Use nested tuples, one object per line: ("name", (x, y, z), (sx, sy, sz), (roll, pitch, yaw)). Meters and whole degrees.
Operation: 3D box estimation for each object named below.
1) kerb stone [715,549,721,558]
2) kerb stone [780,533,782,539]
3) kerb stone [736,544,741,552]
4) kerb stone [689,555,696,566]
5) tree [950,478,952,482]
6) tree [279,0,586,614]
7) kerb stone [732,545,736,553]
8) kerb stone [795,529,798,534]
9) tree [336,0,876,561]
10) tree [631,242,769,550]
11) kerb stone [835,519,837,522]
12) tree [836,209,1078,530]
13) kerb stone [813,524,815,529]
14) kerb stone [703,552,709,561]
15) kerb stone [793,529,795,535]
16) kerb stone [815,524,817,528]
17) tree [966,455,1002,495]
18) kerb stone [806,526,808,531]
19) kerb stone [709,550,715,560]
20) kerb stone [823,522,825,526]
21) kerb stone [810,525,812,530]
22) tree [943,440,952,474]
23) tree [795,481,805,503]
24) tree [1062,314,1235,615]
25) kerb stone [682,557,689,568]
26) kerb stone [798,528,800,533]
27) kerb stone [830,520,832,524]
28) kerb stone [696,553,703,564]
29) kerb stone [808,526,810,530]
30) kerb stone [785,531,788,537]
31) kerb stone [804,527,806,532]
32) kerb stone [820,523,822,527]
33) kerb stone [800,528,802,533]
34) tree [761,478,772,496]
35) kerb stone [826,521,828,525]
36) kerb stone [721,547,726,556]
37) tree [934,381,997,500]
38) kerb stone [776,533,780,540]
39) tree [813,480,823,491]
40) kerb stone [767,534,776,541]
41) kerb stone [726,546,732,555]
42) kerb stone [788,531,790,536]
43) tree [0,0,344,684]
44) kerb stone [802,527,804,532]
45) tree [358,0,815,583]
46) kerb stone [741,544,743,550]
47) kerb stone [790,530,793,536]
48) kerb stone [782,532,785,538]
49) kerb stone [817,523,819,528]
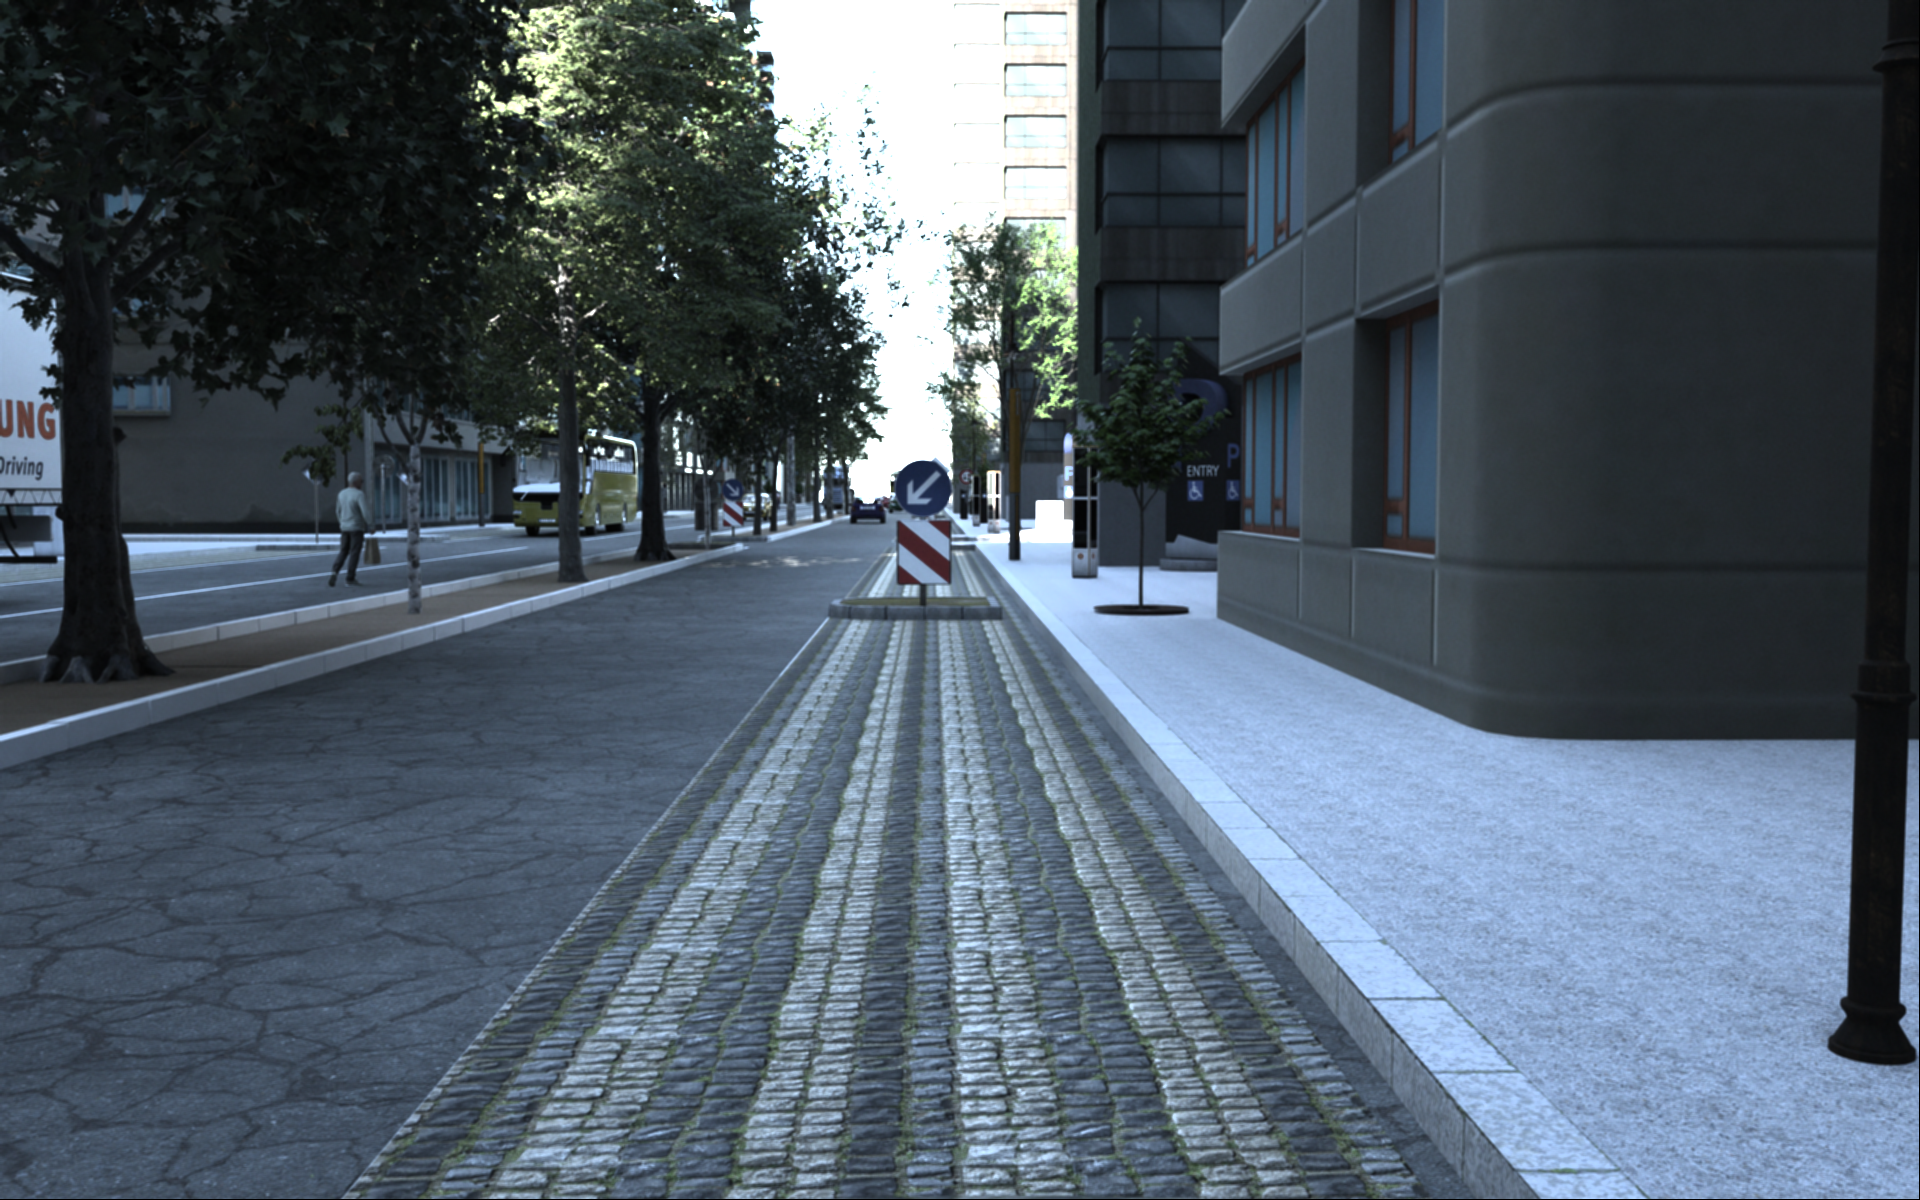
("kerb stone", (-5.545, -1.024, 38.942), (0.120, 0.150, 1.000), (0, 4, -1))
("kerb stone", (-5.809, -1.998, 54.870), (0.120, 0.150, 1.000), (0, 4, -1))
("kerb stone", (-5.613, -1.275, 43.043), (0.120, 0.150, 1.000), (0, 4, -1))
("kerb stone", (-5.486, -0.770, 34.841), (0.120, 0.150, 1.000), (0, 4, -1))
("tree", (-0.619, -10.594, 167.814), (1.663, 3.219, 1.824), (0, 3, 0))
("tree", (-6.544, -4.148, 20.632), (4.737, 8.622, 4.395), (0, 3, 0))
("kerb stone", (-5.607, -1.209, 42.016), (0.120, 0.150, 1.000), (0, 4, -1))
("kerb stone", (-5.912, -2.375, 61.021), (0.120, 0.150, 1.000), (0, 4, -1))
("tree", (-6.598, -7.174, 36.761), (9.611, 12.733, 9.660), (0, 3, 0))
("tree", (-6.451, -5.574, 43.961), (4.360, 8.622, 3.978), (0, 3, 0))
("kerb stone", (-6.312, -3.878, 85.594), (0.120, 0.150, 1.000), (0, 4, -1))
("tree", (2.065, -8.359, 62.423), (9.928, 11.665, 9.643), (0, 3, 0))
("kerb stone", (-6.063, -2.928, 70.233), (0.120, 0.150, 1.000), (0, 4, -1))
("kerb stone", (-5.523, -0.899, 36.888), (0.120, 0.150, 1.000), (0, 4, -1))
("kerb stone", (-5.896, -2.312, 59.999), (0.120, 0.150, 1.000), (0, 4, -1))
("kerb stone", (-6.077, -3.001, 71.255), (0.120, 0.150, 1.000), (0, 4, -1))
("tree", (1.111, -5.520, 84.858), (1.663, 3.219, 1.824), (0, 3, 0))
("kerb stone", (-5.993, -2.684, 66.143), (0.120, 0.150, 1.000), (0, 4, -1))
("kerb stone", (-5.532, -0.961, 37.916), (0.120, 0.150, 1.000), (0, 4, -1))
("kerb stone", (-6.168, -3.313, 76.376), (0.120, 0.150, 1.000), (0, 4, -1))
("kerb stone", (-6.029, -2.811, 68.189), (0.120, 0.150, 1.000), (0, 4, -1))
("tree", (-0.113, -16.252, 216.086), (4.360, 8.622, 3.978), (0, 3, 0))
("tree", (-21.978, -14.899, 238.203), (1.663, 3.219, 1.824), (0, 3, 0))
("tree", (1.926, -1.483, 18.847), (1.663, 3.219, 1.824), (0, 3, 0))
("kerb stone", (-5.467, -0.711, 33.813), (0.120, 0.150, 1.000), (0, 4, -1))
("kerb stone", (-5.929, -2.437, 62.044), (0.120, 0.150, 1.000), (0, 4, -1))
("kerb stone", (-6.249, -3.627, 81.500), (0.120, 0.150, 1.000), (0, 4, -1))
("kerb stone", (-5.499, -0.836, 35.863), (0.120, 0.150, 1.000), (0, 4, -1))
("kerb stone", (-6.013, -2.750, 67.166), (0.120, 0.150, 1.000), (0, 4, -1))
("kerb stone", (-5.853, -2.121, 56.929), (0.120, 0.150, 1.000), (0, 4, -1))
("kerb stone", (-5.980, -2.625, 65.117), (0.120, 0.150, 1.000), (0, 4, -1))
("kerb stone", (-6.131, -3.189, 74.332), (0.120, 0.150, 1.000), (0, 4, -1))
("kerb stone", (-5.949, -2.500, 63.066), (0.120, 0.150, 1.000), (0, 4, -1))
("tree", (-21.096, -12.006, 190.895), (1.663, 3.219, 1.824), (0, 3, 0))
("kerb stone", (-6.196, -3.433, 78.430), (0.120, 0.150, 1.000), (0, 4, -1))
("kerb stone", (-5.571, -1.087, 39.964), (0.120, 0.150, 1.000), (0, 4, -1))
("tree", (0.562, -9.769, 110.089), (4.737, 8.622, 4.395), (0, 3, 0))
("kerb stone", (-5.793, -1.936, 53.848), (0.120, 0.150, 1.000), (0, 4, -1))
("tree", (-23.709, -18.403, 284.595), (4.285, 4.588, 4.351), (0, 3, 0))
("kerb stone", (-5.780, -1.873, 52.825), (0.120, 0.150, 1.000), (0, 4, -1))
("kerb stone", (-5.583, -1.148, 40.994), (0.120, 0.150, 1.000), (0, 4, -1))
("kerb stone", (-5.864, -2.187, 57.952), (0.120, 0.150, 1.000), (0, 4, -1))
("tree", (-6.707, -5.721, 13.003), (9.611, 12.733, 9.660), (0, 3, 0))
("kerb stone", (-5.965, -2.556, 64.091), (0.120, 0.150, 1.000), (0, 4, -1))
("tree", (-6.180, -6.524, 27.248), (7.486, 12.596, 7.792), (0, 3, 0))
("kerb stone", (-5.632, -1.338, 44.065), (0.120, 0.150, 1.000), (0, 4, -1))
("kerb stone", (-5.876, -2.243, 58.977), (0.120, 0.150, 1.000), (0, 4, -1))
("kerb stone", (-5.827, -2.061, 55.892), (0.120, 0.150, 1.000), (0, 4, -1))
("kerb stone", (-6.099, -3.063, 72.281), (0.120, 0.150, 1.000), (0, 4, -1))
